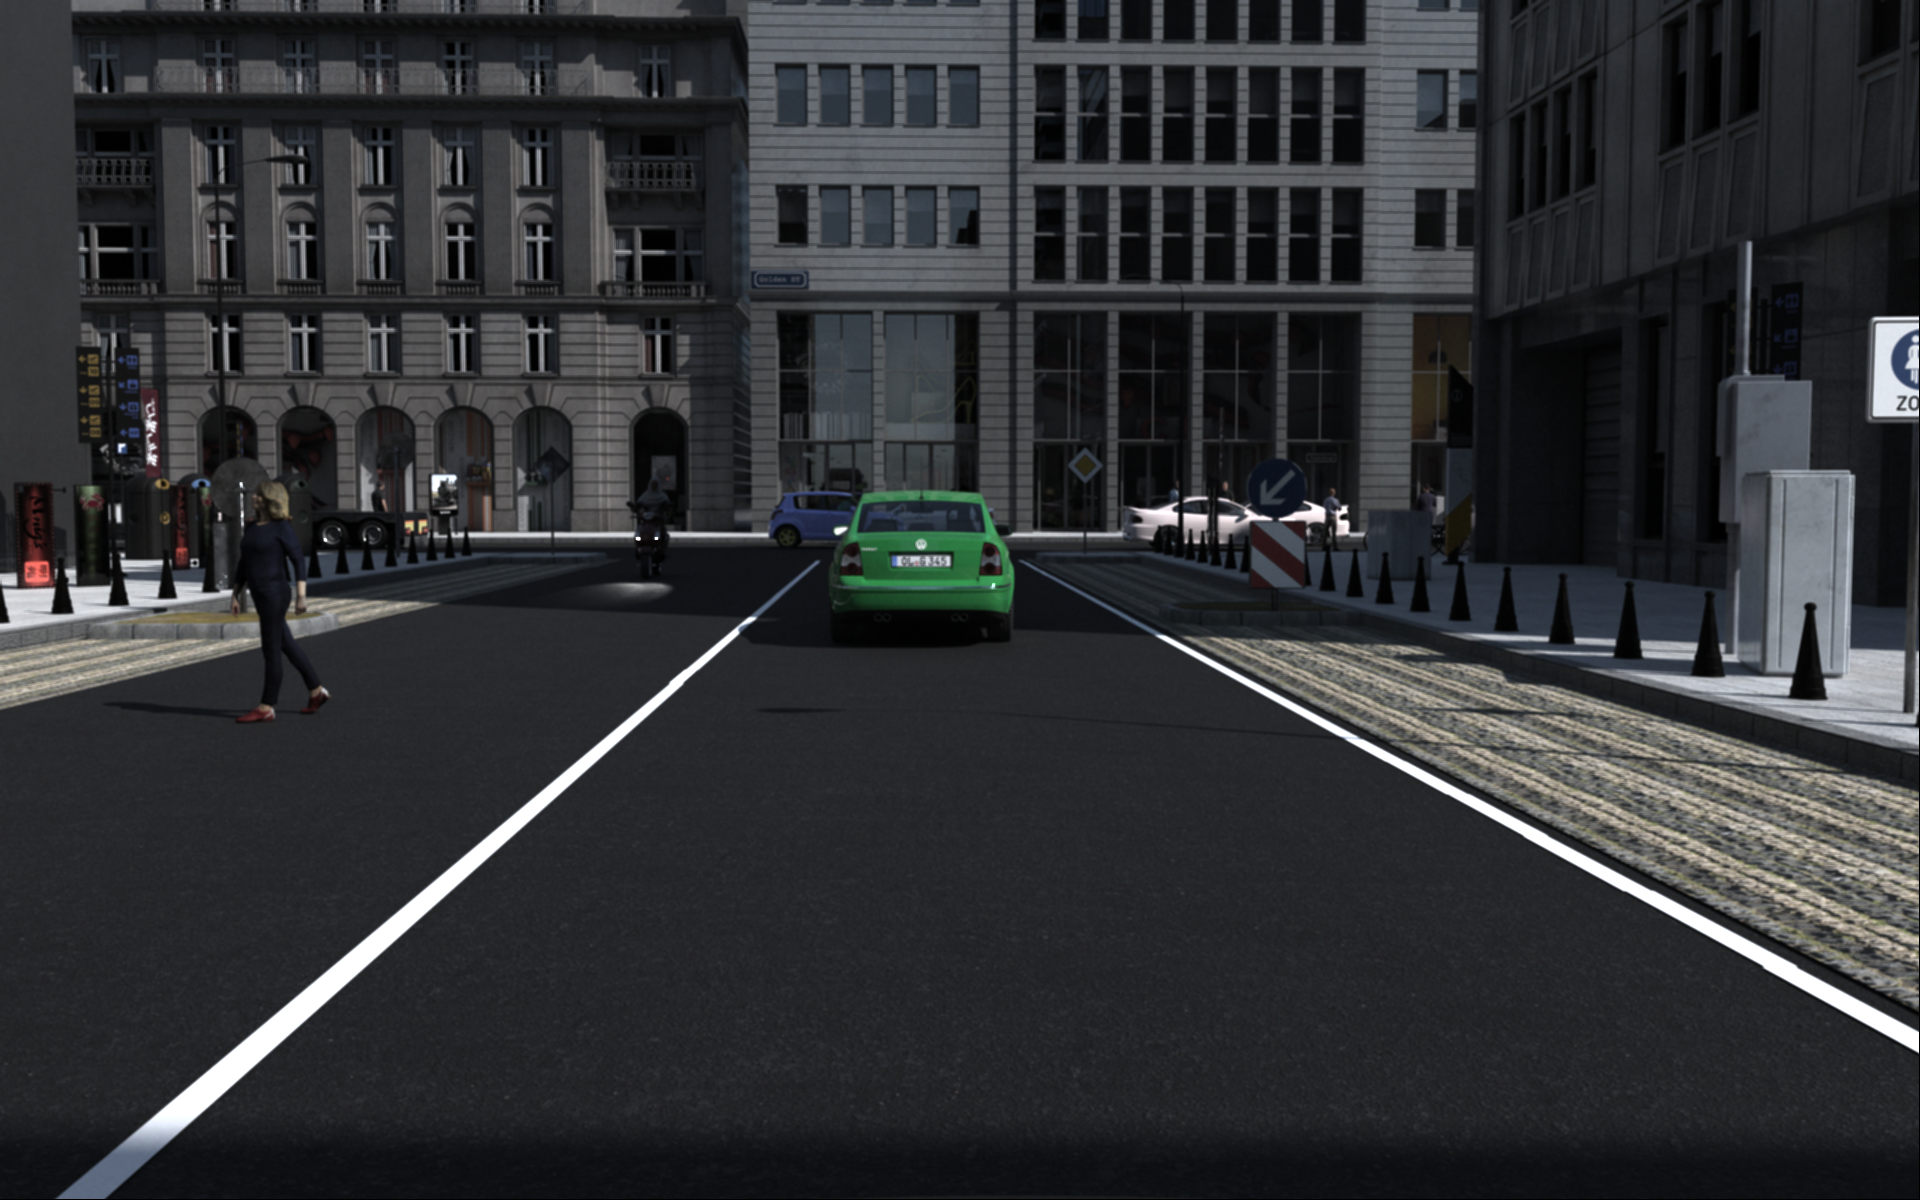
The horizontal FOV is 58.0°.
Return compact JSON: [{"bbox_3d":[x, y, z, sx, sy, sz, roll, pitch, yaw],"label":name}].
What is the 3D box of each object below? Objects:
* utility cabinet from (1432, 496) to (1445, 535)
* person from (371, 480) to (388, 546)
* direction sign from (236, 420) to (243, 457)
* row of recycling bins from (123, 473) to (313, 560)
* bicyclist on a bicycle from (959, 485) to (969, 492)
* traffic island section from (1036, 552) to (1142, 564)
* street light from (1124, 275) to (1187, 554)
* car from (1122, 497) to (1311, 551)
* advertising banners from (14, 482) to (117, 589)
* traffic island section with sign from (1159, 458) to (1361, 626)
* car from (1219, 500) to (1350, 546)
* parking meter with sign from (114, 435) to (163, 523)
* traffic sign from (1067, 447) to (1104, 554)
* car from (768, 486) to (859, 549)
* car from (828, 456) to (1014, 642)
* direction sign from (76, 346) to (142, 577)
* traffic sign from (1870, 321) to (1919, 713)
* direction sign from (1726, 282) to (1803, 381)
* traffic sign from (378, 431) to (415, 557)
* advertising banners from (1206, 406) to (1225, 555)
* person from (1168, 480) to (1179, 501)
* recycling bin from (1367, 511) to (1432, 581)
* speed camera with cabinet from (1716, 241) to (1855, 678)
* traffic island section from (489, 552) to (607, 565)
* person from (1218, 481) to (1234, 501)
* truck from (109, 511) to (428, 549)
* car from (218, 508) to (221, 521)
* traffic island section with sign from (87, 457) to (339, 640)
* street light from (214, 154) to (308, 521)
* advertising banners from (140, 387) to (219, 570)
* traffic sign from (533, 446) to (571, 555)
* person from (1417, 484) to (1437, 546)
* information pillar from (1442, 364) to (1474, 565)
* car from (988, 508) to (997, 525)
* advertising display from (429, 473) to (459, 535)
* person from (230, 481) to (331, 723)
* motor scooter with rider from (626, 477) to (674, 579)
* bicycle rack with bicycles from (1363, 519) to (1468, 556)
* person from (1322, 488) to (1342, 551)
[{"bbox_3d":[14.869,-2.653,54.540,0.306,1.237,1.020,-1,4,-14],"label":"utility cabinet"},{"bbox_3d":[-15.943,-2.394,47.762,0.434,1.807,0.598,-3,5,-42],"label":"person"},{"bbox_3d":[-22.138,-3.748,53.284,0.379,3.537,0.876,-1,4,-12],"label":"direction sign"},{"bbox_3d":[-14.889,-1.695,34.825,3.534,1.692,1.069,-3,5,-39],"label":"row of recycling bins"},{"bbox_3d":[0.063,-1.437,33.510,1.499,1.676,1.625,0,4,-1],"label":"bicyclist on a bicycle"},{"bbox_3d":[2.682,-0.895,36.913,2.009,0.180,2.903,0,4,-2],"label":"traffic island section"},{"bbox_3d":[4.174,-3.933,36.841,1.470,5.913,1.316,0,4,-2],"label":"street light"},{"bbox_3d":[6.563,-1.959,44.391,4.827,1.381,2.083,0,4,-1],"label":"car"},{"bbox_3d":[-12.517,-1.667,23.450,0.090,3.025,2.074,3,5,41],"label":"advertising banners"},{"bbox_3d":[3.315,-0.672,19.622,1.989,1.847,2.006,0,4,-2],"label":"traffic island section with sign"},{"bbox_3d":[8.465,-2.213,48.540,4.827,1.381,2.083,0,4,-1],"label":"car"},{"bbox_3d":[-24.119,-3.378,51.486,1.738,3.016,0.543,0,4,4],"label":"parking meter with sign"},{"bbox_3d":[2.659,-2.030,36.835,0.795,2.450,0.064,0,4,-2],"label":"traffic sign"},{"bbox_3d":[-3.265,-2.242,46.244,3.694,1.707,1.945,0,4,-1],"label":"car"},{"bbox_3d":[-0.396,-0.574,18.174,1.959,1.807,4.718,0,4,-1],"label":"car"},{"bbox_3d":[-13.121,-2.127,26.767,0.876,3.537,0.379,-1,4,-22],"label":"direction sign"},{"bbox_3d":[5.563,-0.487,10.085,0.606,2.300,0.079,0,4,5],"label":"traffic sign"},{"bbox_3d":[8.751,-1.648,18.940,0.379,3.537,0.876,-2,4,-31],"label":"direction sign"},{"bbox_3d":[-11.435,-2.144,35.166,0.768,2.556,0.104,0,4,3],"label":"traffic sign"},{"bbox_3d":[5.251,-2.412,35.617,0.090,3.025,2.074,0,4,0],"label":"advertising banners"},{"bbox_3d":[5.753,-2.296,46.226,0.419,1.800,0.721,2,4,25],"label":"person"},{"bbox_3d":[6.580,-0.820,25.955,0.722,1.027,0.722,-1,4,-14],"label":"recycling bin"},{"bbox_3d":[6.159,-1.139,12.962,0.660,3.252,2.038,1,4,15],"label":"speed camera with cabinet"},{"bbox_3d":[-8.602,-0.870,36.506,2.009,0.180,2.903,0,4,-2],"label":"traffic island section"},{"bbox_3d":[7.588,-2.526,49.921,0.434,1.807,0.598,-3,4,-36],"label":"person"},{"bbox_3d":[-23.694,-3.386,45.116,18.799,4.110,2.967,0,4,-3],"label":"truck"},{"bbox_3d":[-21.125,-2.269,49.462,4.827,1.381,2.083,0,4,-2],"label":"car"},{"bbox_3d":[-7.585,-0.566,17.888,1.989,1.847,2.006,0,4,-2],"label":"traffic island section with sign"},{"bbox_3d":[-9.608,-3.136,23.813,1.470,5.913,1.316,0,4,-2],"label":"street light"},{"bbox_3d":[-13.187,-2.024,29.276,0.090,3.025,2.074,1,4,9],"label":"advertising banners"},{"bbox_3d":[-8.579,-2.006,36.445,0.795,2.450,0.064,0,4,-2],"label":"traffic sign"},{"bbox_3d":[12.915,-2.356,47.941,0.541,1.710,0.530,1,4,18],"label":"person"},{"bbox_3d":[9.037,-2.449,31.388,0.504,3.616,0.183,-1,4,-14],"label":"information pillar"},{"bbox_3d":[-1.198,-2.299,49.595,4.499,1.417,2.014,0,4,-2],"label":"car"},{"bbox_3d":[-16.083,-2.982,53.965,0.123,1.923,0.974,3,5,40],"label":"advertising display"},{"bbox_3d":[-4.336,0.000,11.047,0.480,1.512,0.613,1,4,16],"label":"person"},{"bbox_3d":[-5.380,-1.288,30.026,0.876,1.779,1.986,0,4,-3],"label":"motor scooter with rider"},{"bbox_3d":[10.090,-1.421,36.614,2.925,0.926,2.852,1,4,16],"label":"bicycle rack with bicycles"},{"bbox_3d":[9.351,-2.023,43.644,0.319,1.574,0.516,-3,5,-41],"label":"person"}]
